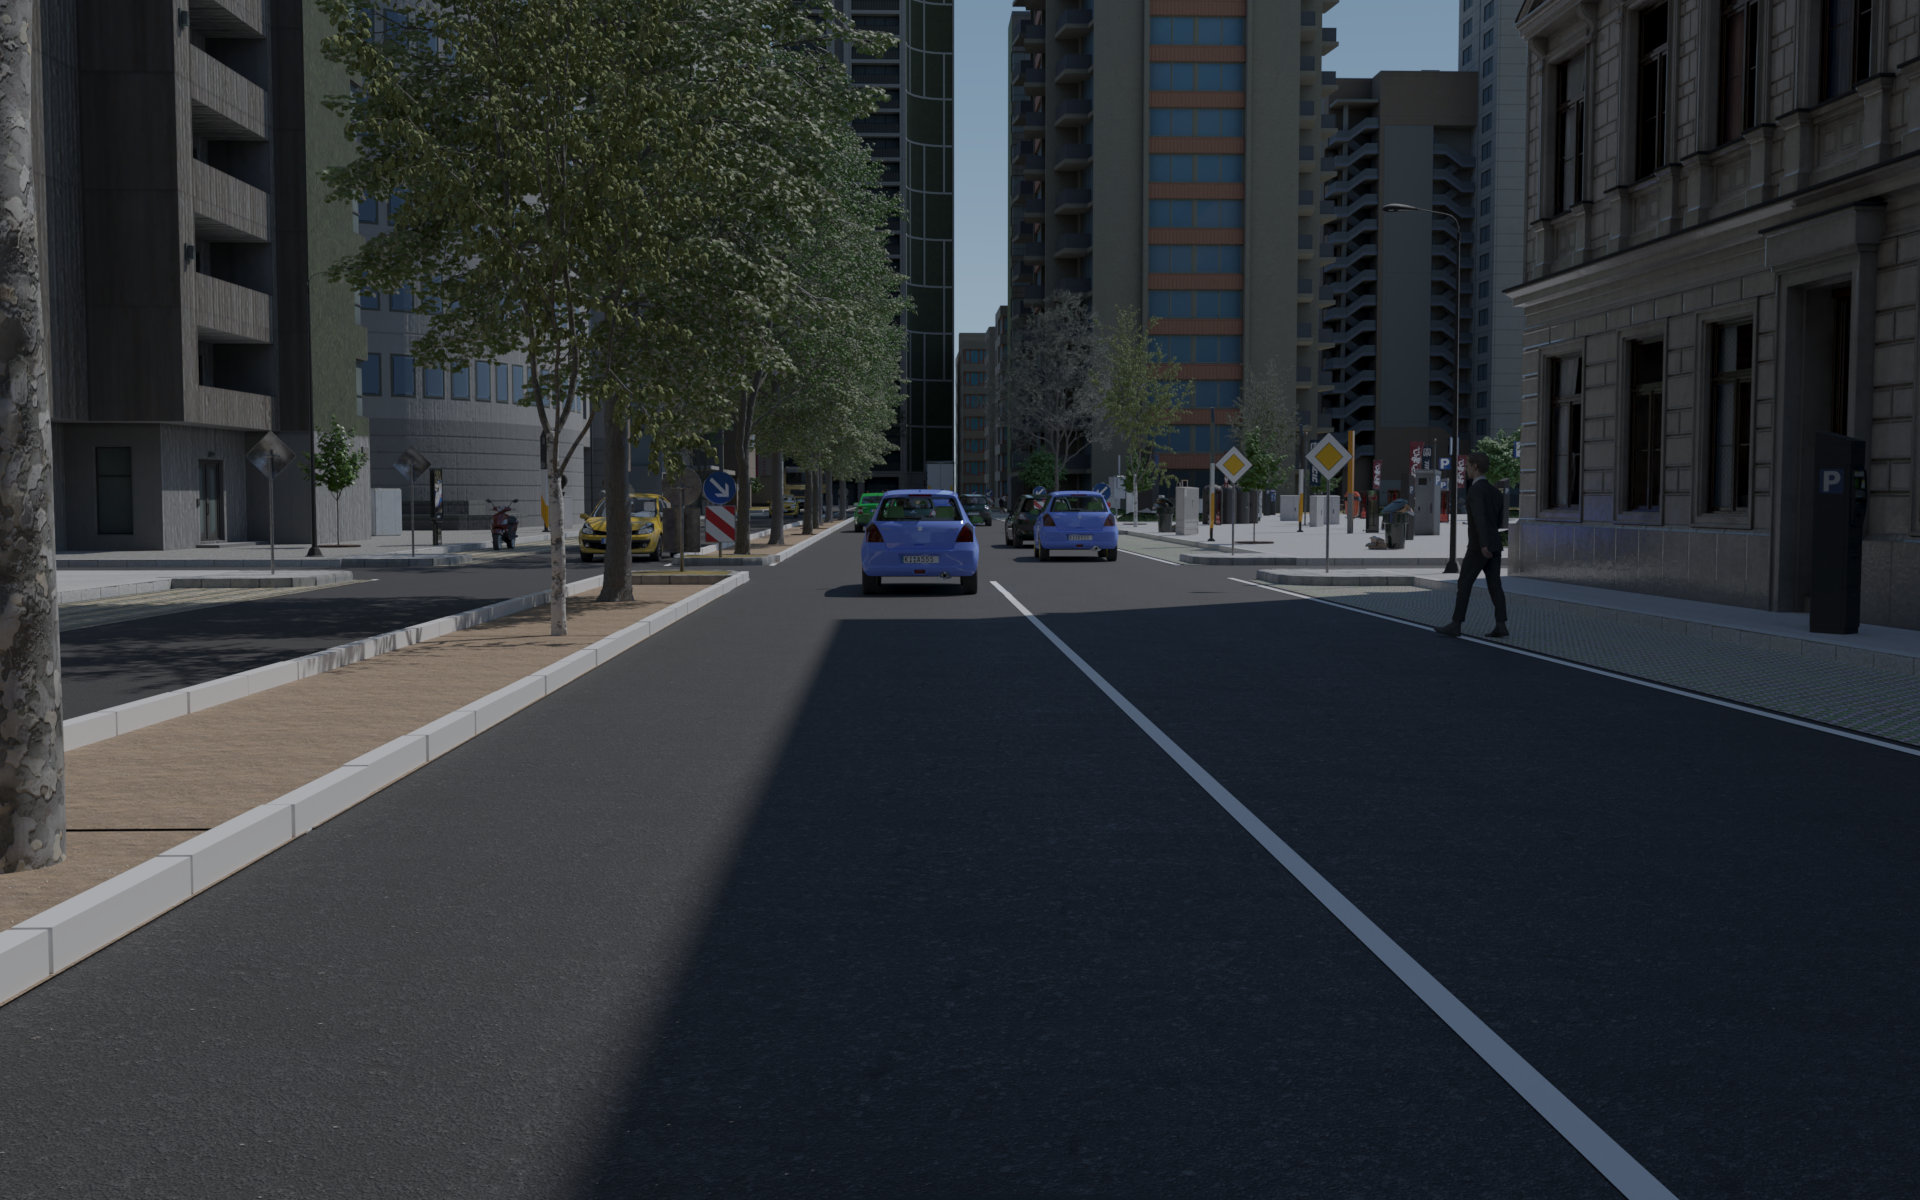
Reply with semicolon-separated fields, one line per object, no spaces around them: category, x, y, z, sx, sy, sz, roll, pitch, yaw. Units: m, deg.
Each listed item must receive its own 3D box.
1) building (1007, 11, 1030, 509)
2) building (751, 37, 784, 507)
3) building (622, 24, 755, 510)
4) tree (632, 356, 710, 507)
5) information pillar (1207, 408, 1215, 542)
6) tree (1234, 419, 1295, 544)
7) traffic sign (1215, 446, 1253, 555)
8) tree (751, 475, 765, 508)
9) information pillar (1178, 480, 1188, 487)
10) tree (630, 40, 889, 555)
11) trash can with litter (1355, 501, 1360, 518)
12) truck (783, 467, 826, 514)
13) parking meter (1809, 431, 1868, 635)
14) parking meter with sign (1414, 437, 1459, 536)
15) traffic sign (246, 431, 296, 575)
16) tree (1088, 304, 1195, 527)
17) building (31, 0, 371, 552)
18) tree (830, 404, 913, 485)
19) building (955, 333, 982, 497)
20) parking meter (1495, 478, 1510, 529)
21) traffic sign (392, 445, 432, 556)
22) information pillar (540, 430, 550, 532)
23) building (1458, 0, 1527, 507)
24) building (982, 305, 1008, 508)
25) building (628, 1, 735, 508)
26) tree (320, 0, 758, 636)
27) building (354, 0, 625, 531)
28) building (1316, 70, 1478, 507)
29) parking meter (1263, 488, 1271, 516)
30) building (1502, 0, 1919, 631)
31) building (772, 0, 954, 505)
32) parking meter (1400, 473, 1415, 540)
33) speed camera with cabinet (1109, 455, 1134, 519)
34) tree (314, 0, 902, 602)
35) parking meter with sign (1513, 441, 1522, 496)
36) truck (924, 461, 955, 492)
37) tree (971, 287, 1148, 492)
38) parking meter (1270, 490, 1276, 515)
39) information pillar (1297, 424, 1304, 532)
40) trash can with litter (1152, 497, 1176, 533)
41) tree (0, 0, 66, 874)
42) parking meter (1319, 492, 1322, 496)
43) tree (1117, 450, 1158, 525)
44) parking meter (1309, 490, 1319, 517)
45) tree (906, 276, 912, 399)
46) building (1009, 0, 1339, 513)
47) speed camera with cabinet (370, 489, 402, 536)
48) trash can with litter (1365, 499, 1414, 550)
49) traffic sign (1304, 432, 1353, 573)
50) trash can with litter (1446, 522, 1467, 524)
building;11.052;-28.593;151.094;14.154;41.232;14.086;0;4;-2
building;-29.170;-33.714;174.919;21.600;48.544;21.300;0;4;-2
building;-24.731;-30.241;144.545;14.600;45.320;14.200;0;4;-2
tree;-15.495;-8.758;93.556;4.360;8.622;3.978;0;3;0
information pillar;6.815;-3.391;46.802;0.183;3.616;0.504;0;4;4
tree;7.581;-3.067;44.743;1.663;3.219;1.824;0;3;0
traffic sign;5.696;-1.986;36.119;0.795;2.450;0.064;0;4;-2
tree;-18.484;-9.923;156.835;1.663;3.219;1.824;0;3;0
information pillar;11.758;-5.281;90.830;0.304;2.012;0.304;0;4;-7
tree;-4.902;-6.806;39.491;9.928;11.665;9.643;0;3;0
trash can with litter;21.475;-5.002;93.164;0.624;1.170;1.055;-3;5;-41
truck;-11.215;-7.892;124.962;3.469;3.379;9.791;0;4;-2
parking meter;8.076;-0.624;15.920;0.255;1.863;0.399;-2;4;-35
parking meter with sign;14.538;-3.519;53.802;1.738;3.016;0.543;3;5;44
traffic sign;-10.959;-1.463;27.569;0.795;2.450;0.064;0;4;-2
tree;6.859;-7.127;66.884;4.737;8.622;4.395;0;3;0
building;-23.433;-16.471;40.995;14.160;30.474;14.107;0;4;-2
tree;-6.956;-10.140;102.666;8.767;10.594;7.601;0;4;-2
building;14.307;-22.256;208.921;28.899;21.520;27.650;0;4;-2
parking meter;20.013;-3.551;63.770;0.399;1.863;0.255;-3;4;-37
traffic sign;-11.238;-1.951;35.549;0.795;2.450;0.064;0;4;-2
information pillar;-13.994;-4.097;58.337;0.183;3.616;0.504;-2;4;-34
building;61.734;-45.250;178.091;20.611;71.187;20.563;0;4;-2
building;16.989;-20.096;173.608;27.650;21.520;28.899;0;4;-2
building;-30.841;-32.643;122.947;28.713;52.752;27.495;0;4;-2
tree;-3.999;-3.924;16.982;4.737;8.622;4.395;0;3;0
building;-26.639;-32.334;70.664;21.231;58.520;28.212;0;4;-2
building;44.255;-32.452;180.707;14.200;45.320;14.600;0;4;-2
parking meter;18.083;-5.889;101.998;0.399;1.863;0.255;-1;4;-22
building;13.607;-9.362;17.705;10.561;19.102;19.286;0;4;-2
building;-10.946;-46.764;202.845;20.611;71.187;20.563;0;4;-2
parking meter;12.433;-2.595;48.135;0.255;1.863;0.399;3;5;44
speed camera with cabinet;8.611;-5.763;88.563;2.038;3.252;0.660;-2;4;-27
tree;-4.669;-6.266;23.042;7.486;12.596;7.792;0;3;0
parking meter with sign;18.521;-3.674;56.328;0.543;3.016;1.738;0;4;-1
truck;-1.801;-10.054;153.301;2.839;4.237;11.283;0;4;-1
tree;5.788;-11.700;101.660;12.009;13.543;11.850;0;3;0
parking meter;18.926;-5.896;104.804;0.372;1.533;0.369;0;3;0
information pillar;11.444;-4.083;58.113;0.183;3.616;0.504;0;4;4
trash can with litter;6.968;-2.835;57.746;1.055;1.170;0.624;-3;5;-40
tree;-4.920;-9.084;6.869;12.611;20.169;13.585;0;3;0
parking meter;22.385;-6.241;107.755;0.255;1.863;0.399;2;4;23
tree;7.226;-4.763;72.473;1.663;3.219;1.824;0;3;0
parking meter;19.424;-5.481;95.330;0.255;1.863;0.399;2;4;35
tree;-5.281;-7.844;48.837;7.486;12.596;7.792;0;3;0
building;15.287;-29.019;129.089;22.147;44.769;28.867;0;4;-2
speed camera with cabinet;-17.992;-3.561;52.555;0.660;3.252;2.038;3;4;37
trash can with litter;9.936;-1.755;40.084;1.055;1.170;0.624;-2;4;-31
traffic sign;5.975;-1.498;28.139;0.795;2.450;0.064;0;4;-2
trash can with litter;21.856;-3.858;74.136;2.233;1.210;1.678;0;4;1
